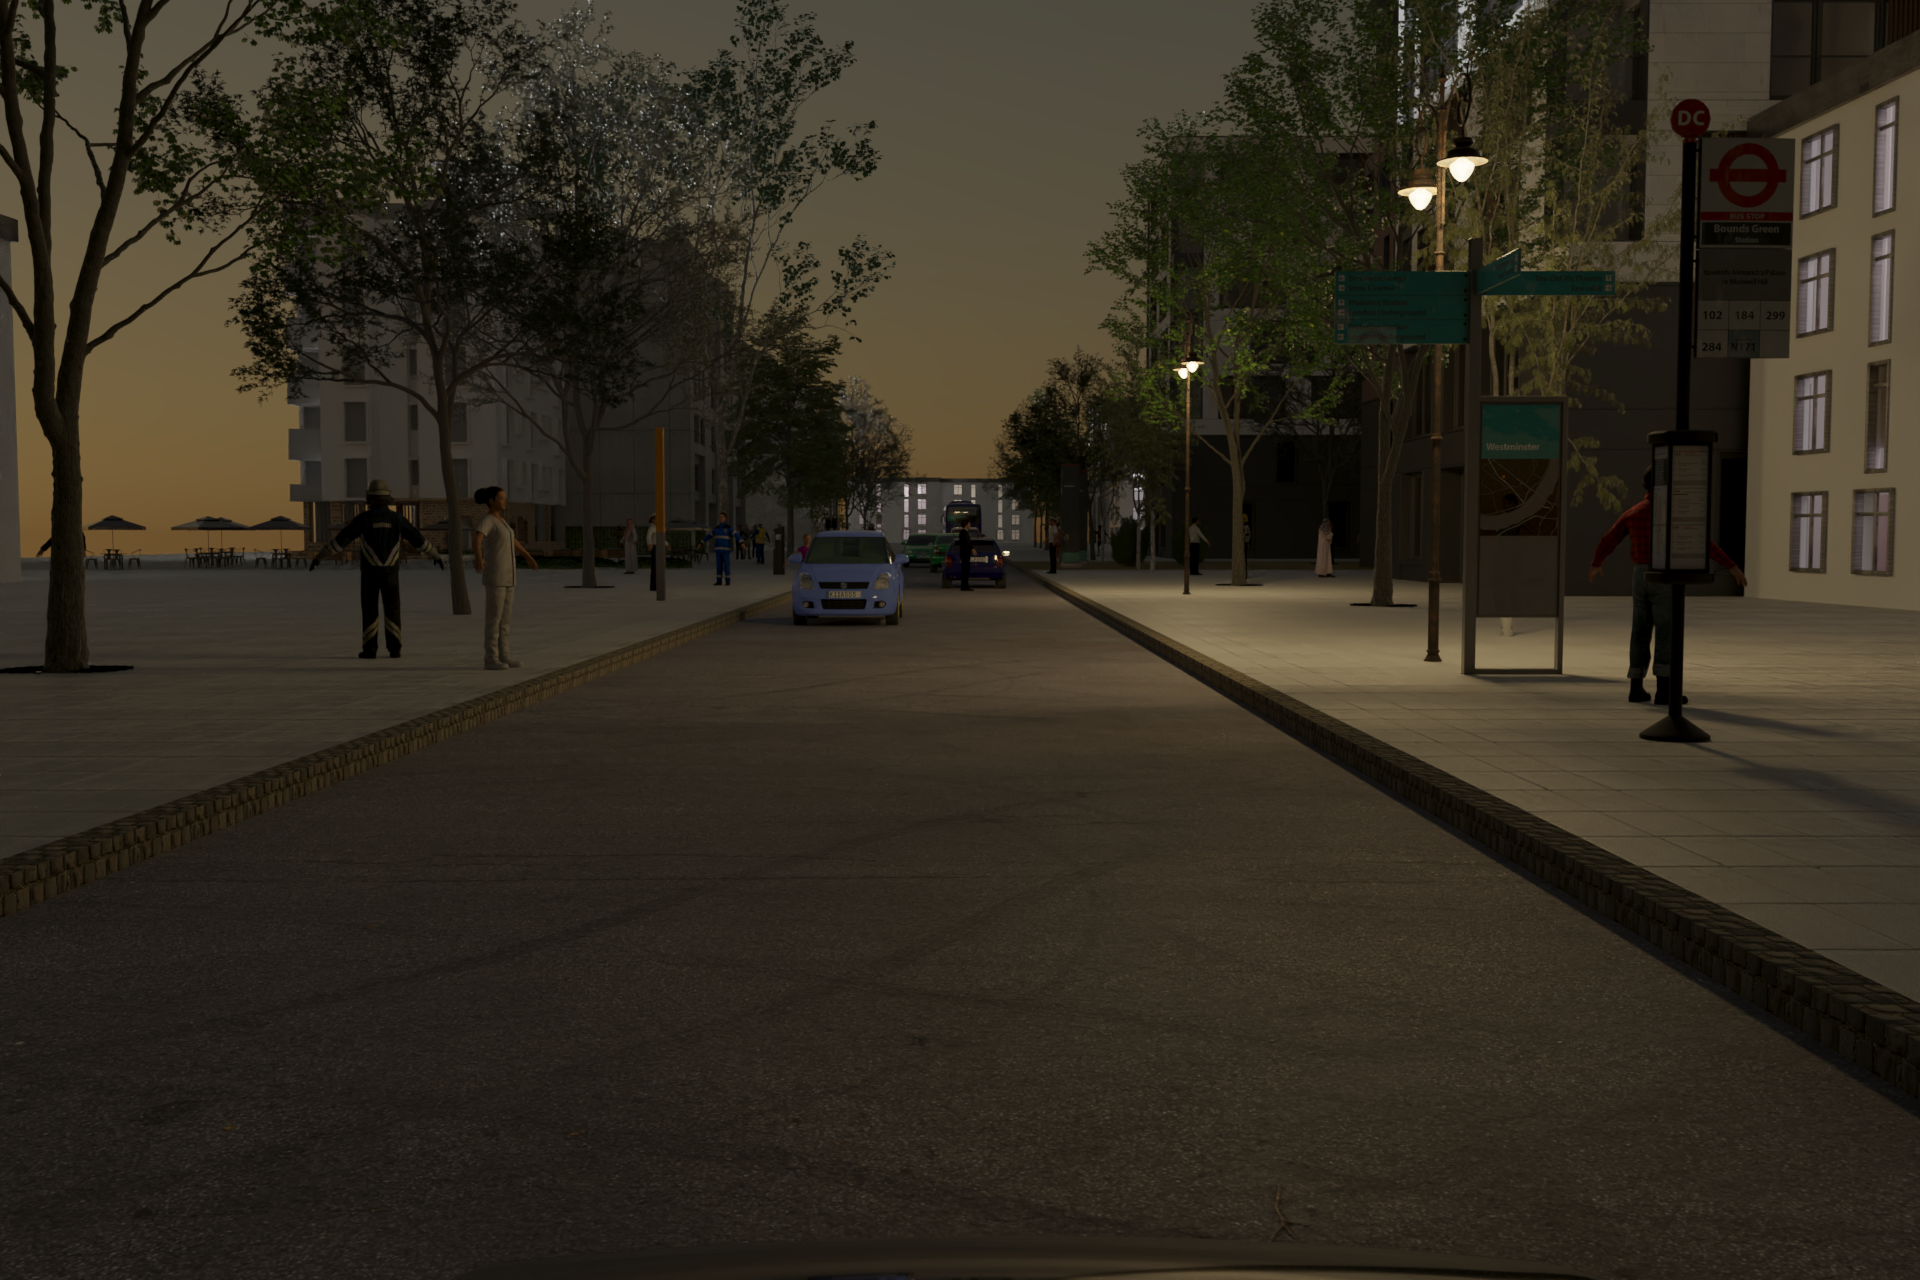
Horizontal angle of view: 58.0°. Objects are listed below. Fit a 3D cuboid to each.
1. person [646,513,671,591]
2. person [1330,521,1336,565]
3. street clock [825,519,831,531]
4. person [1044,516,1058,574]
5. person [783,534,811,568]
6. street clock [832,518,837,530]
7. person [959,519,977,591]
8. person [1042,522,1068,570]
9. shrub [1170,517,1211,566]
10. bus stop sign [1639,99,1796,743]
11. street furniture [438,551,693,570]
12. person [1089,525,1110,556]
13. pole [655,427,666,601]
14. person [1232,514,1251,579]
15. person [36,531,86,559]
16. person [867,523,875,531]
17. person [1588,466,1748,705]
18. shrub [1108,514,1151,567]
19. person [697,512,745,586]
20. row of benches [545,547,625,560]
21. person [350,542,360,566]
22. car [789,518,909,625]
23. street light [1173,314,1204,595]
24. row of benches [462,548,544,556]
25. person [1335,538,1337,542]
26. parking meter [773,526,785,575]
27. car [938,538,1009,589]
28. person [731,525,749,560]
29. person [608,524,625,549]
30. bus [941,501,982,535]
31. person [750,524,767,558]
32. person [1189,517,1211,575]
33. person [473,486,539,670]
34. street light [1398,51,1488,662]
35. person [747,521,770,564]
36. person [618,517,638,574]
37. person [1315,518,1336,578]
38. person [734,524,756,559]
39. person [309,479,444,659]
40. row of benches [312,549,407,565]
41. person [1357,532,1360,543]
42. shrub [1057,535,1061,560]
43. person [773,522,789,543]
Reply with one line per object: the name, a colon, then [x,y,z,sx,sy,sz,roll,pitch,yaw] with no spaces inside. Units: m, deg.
person: [-6.783,-1.990,38.997,0.721,1.778,1.216,1,4,11]
person: [15.253,-3.995,71.258,0.705,1.837,1.347,1,4,12]
street clock: [-6.178,-4.684,81.155,0.358,2.002,0.471,0,4,1]
person: [2.976,-3.076,56.074,0.704,1.855,1.343,-1,4,-9]
person: [-3.011,-1.375,34.206,0.991,1.433,0.599,-1,4,-14]
street clock: [-5.610,-4.453,77.370,0.358,2.002,0.471,0,4,-1]
person: [0.165,-2.140,43.635,0.705,1.806,1.347,-1,4,-12]
person: [3.459,-3.402,62.432,1.217,1.733,0.721,-3,4,-38]
shrub: [9.188,-3.956,69.098,1.690,2.028,1.600,0,3,0]
bus stop sign: [4.697,-1.347,10.731,0.855,3.939,0.416,0,4,0]
street furniture: [-15.062,-3.010,64.847,10.072,0.657,5.734,3,4,39]
person: [8.192,-5.805,101.049,1.345,1.843,0.704,-1,4,-12]
pole: [-5.750,-2.409,33.227,0.158,3.312,0.155,0,3,0]
person: [8.016,-2.658,49.229,0.704,1.858,1.351,0,4,-6]
person: [-14.016,-1.289,27.126,1.345,1.823,0.704,2,4,35]
person: [-3.453,-3.602,67.123,0.705,1.856,1.354,0,4,-2]
person: [5.291,-0.429,13.129,0.704,1.816,1.345,-2,4,-32]
shrub: [6.685,-3.928,68.258,1.661,2.075,1.752,0,3,0]
person: [-5.913,-2.272,43.119,1.345,1.831,0.704,1,4,21]
row of benches: [-16.973,-3.893,79.107,4.104,0.672,1.422,-3,5,-44]
person: [-23.870,-3.866,69.391,1.347,1.806,0.705,1,4,20]
car: [-1.797,-1.149,28.372,1.945,1.707,3.694,0,4,0]
street light: [4.814,-3.904,36.617,0.468,5.910,1.993,0,4,0]
row of benches: [-20.166,-3.701,75.967,4.104,0.672,1.422,-1,4,-13]
person: [17.553,-4.669,82.111,0.705,1.856,1.354,2,4,30]
parking meter: [-5.707,-2.822,54.558,0.372,1.533,0.369,0,3,0]
car: [0.374,-2.099,46.892,1.945,1.354,3.894,0,3,0]
person: [-10.997,-4.856,86.110,1.216,1.740,0.721,1,4,15]
person: [-18.742,-5.484,95.435,1.354,1.858,0.705,1,4,9]
bus: [0.102,-8.292,127.124,2.896,3.916,12.251,0,4,-1]
person: [-11.162,-5.409,94.568,1.348,1.813,0.705,1,4,23]
person: [7.353,-2.929,54.044,0.704,1.810,1.344,-2,4,-26]
person: [-4.322,-0.593,16.473,0.721,1.739,1.217,1,4,11]
street light: [4.764,-2.720,17.268,0.468,5.910,1.993,0,4,-1]
person: [-8.500,-4.130,73.490,0.705,1.833,1.349,3,4,39]
person: [-10.560,-3.007,55.317,0.704,1.811,1.347,-2,4,-33]
person: [10.771,-2.708,50.980,0.621,1.740,0.551,1,4,9]
person: [-10.812,-4.991,87.880,1.348,1.796,0.705,-1,4,-18]
person: [-6.003,-0.736,17.909,1.351,1.845,0.704,-2,4,-30]
row of benches: [-25.451,-3.535,73.257,4.104,0.672,1.422,-3,5,-44]
person: [16.981,-4.054,72.408,1.347,1.817,0.704,-3,5,-40]
shrub: [4.998,-4.576,79.233,1.690,2.028,1.600,0,3,0]
person: [-8.209,-4.463,78.824,0.705,1.847,1.347,2,4,26]
